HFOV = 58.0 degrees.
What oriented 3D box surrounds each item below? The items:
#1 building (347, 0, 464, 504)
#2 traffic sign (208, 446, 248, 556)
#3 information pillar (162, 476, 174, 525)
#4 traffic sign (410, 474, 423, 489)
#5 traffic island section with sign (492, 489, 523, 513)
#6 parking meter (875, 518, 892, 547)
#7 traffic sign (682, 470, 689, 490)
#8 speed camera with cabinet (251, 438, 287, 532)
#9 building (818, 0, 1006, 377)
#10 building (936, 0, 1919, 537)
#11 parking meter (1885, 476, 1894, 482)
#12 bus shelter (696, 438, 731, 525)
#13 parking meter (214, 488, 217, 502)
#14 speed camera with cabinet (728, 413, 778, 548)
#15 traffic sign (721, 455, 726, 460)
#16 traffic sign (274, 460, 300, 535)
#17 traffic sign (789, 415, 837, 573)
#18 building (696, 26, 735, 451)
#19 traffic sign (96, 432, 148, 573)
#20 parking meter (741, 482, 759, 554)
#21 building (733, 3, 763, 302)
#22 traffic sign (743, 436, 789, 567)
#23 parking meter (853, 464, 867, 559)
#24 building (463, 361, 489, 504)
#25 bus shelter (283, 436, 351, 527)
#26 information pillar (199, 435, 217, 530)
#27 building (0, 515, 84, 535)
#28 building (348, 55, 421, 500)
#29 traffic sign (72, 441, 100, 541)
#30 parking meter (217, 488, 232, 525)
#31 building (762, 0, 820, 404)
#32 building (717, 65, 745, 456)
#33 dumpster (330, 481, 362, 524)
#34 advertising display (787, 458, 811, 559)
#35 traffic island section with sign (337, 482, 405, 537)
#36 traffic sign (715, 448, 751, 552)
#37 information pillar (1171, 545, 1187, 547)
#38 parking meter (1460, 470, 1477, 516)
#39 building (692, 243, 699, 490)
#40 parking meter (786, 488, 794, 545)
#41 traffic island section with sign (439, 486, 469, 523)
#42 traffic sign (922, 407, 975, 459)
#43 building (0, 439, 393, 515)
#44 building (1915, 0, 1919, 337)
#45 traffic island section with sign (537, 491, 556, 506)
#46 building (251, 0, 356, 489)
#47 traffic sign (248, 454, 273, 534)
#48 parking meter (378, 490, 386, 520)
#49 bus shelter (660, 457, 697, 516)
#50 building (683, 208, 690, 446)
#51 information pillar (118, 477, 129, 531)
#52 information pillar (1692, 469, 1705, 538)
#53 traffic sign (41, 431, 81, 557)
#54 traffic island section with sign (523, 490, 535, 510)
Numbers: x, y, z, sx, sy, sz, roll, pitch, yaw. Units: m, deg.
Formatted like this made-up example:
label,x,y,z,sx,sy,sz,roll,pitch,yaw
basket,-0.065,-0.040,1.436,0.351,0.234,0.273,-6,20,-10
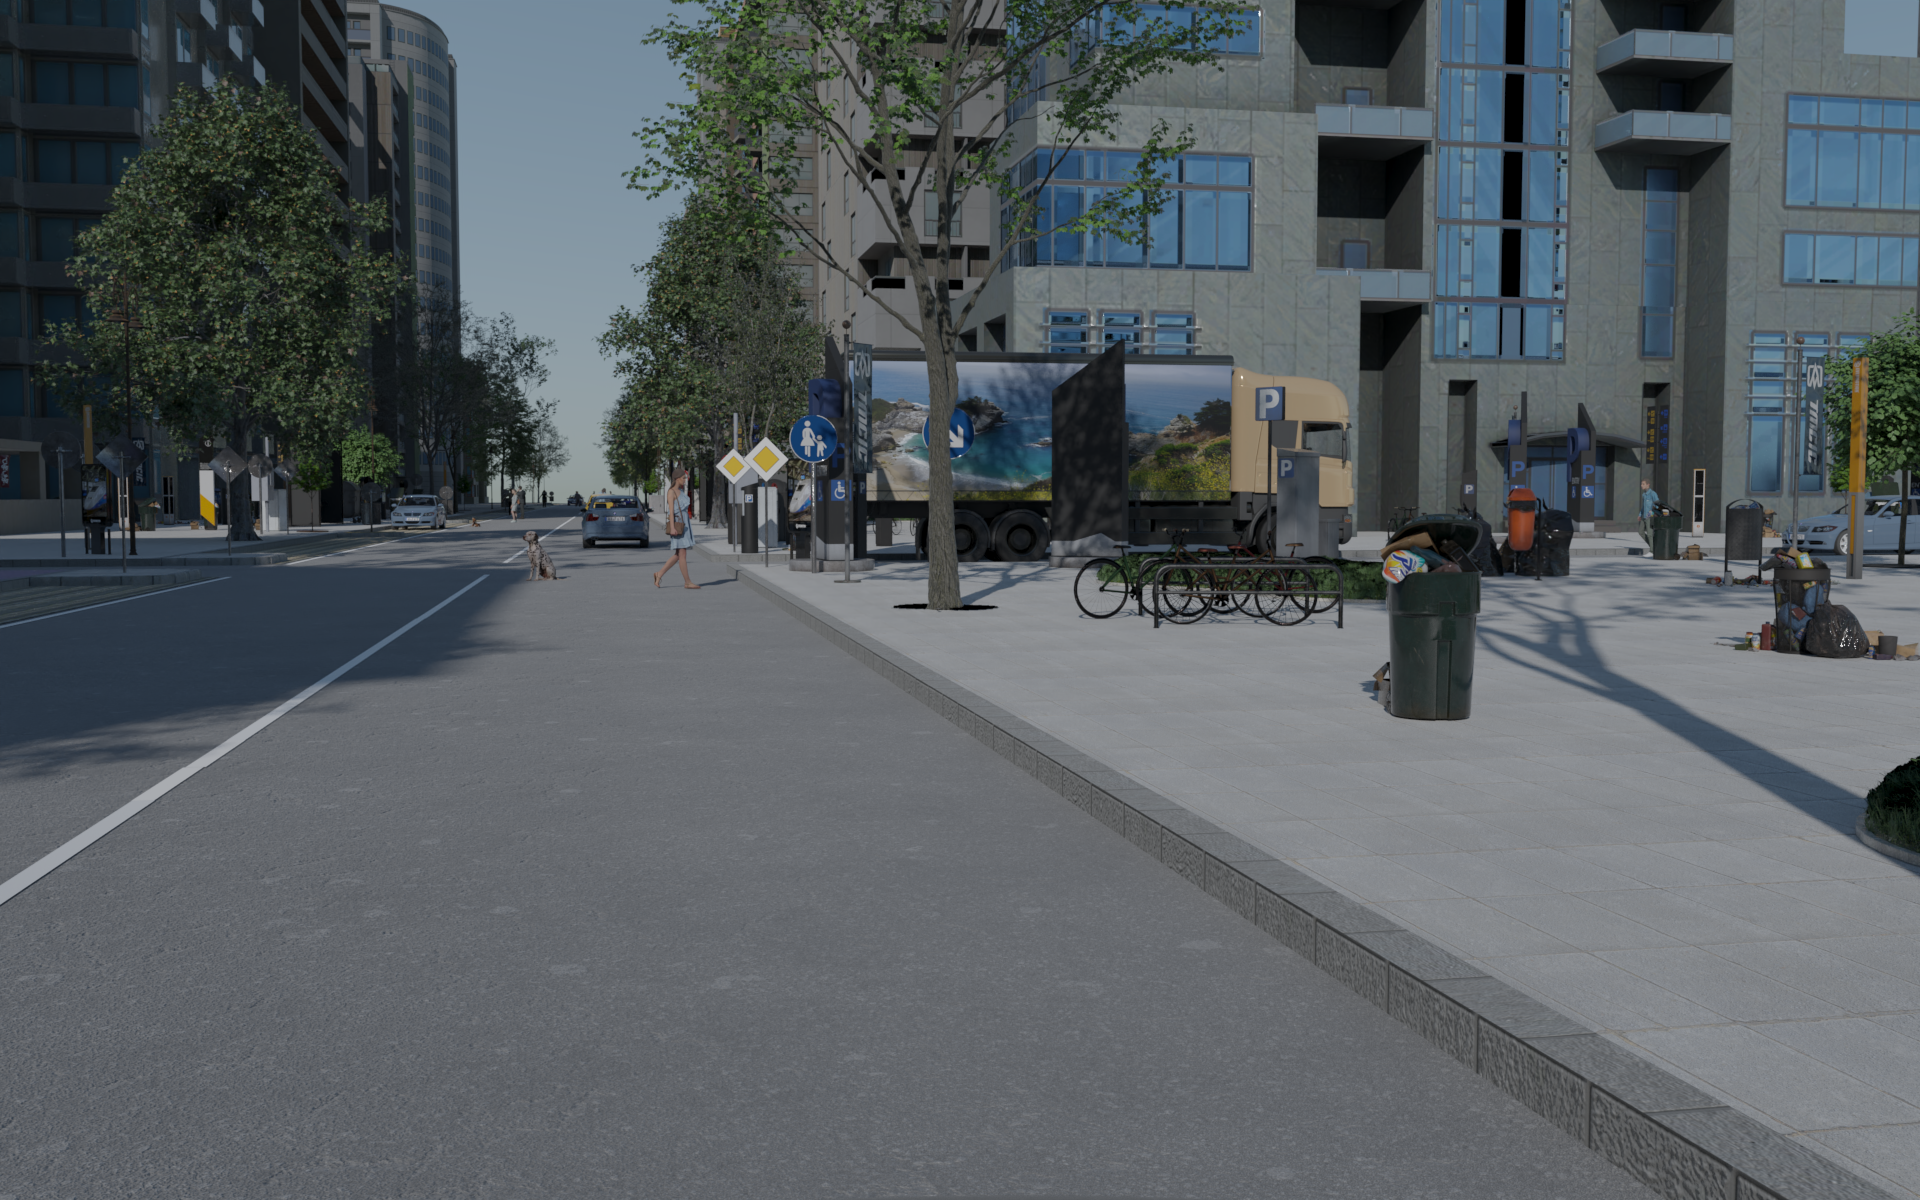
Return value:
label,x,y,z,sx,sy,sz,roll,pitch,yaw
building,-72.171,-40.750,208.269,21.231,58.520,28.212,-1,4,-11
traffic sign,-15.209,-1.980,36.019,0.795,2.450,0.064,-1,4,-11
information pillar,-32.655,-4.095,71.440,0.304,2.012,0.304,1,4,11
traffic sign,-34.014,-6.626,108.444,0.768,2.556,0.104,0,4,-5
traffic island section with sign,-34.951,-7.629,133.366,1.989,1.847,2.006,-1,4,-11
parking meter,-1.875,-2.244,42.408,0.399,1.863,0.255,-2,4,-33
traffic sign,-14.365,-5.467,89.490,0.768,2.556,0.104,-1,4,-8
speed camera with cabinet,-23.721,-3.982,59.448,0.660,3.252,2.038,0,4,-4
building,6.767,-31.179,99.010,28.713,52.752,27.495,-1,4,-11
building,14.502,-45.755,60.774,31.000,86.520,22.319,-1,4,-11
parking meter,29.071,-2.973,54.325,0.399,1.863,0.255,-3,5,-39
bus shelter,-10.754,-5.159,75.625,1.731,3.624,6.357,-1,4,-11
parking meter,-31.931,-4.037,74.415,0.372,1.533,0.369,0,3,0
speed camera with cabinet,-5.007,-2.904,41.816,0.660,3.252,2.038,-2,4,-26
traffic sign,-7.208,-3.342,54.753,0.768,2.556,0.104,0,4,-7
traffic sign,-21.301,-3.281,54.836,0.795,2.450,0.064,-1,4,-10
traffic sign,-2.359,-1.702,27.933,0.768,2.556,0.104,0,4,-3
building,-23.714,-41.915,227.310,21.231,58.520,28.212,-1,4,-11
traffic sign,-13.624,-1.501,28.192,0.795,2.450,0.064,-1,4,-11
parking meter,-4.543,-1.773,37.403,0.372,1.533,0.369,0,3,0
building,-8.489,-30.494,153.207,22.147,44.769,28.867,-1,4,-11
traffic sign,-3.383,-1.627,30.237,0.795,2.450,0.064,-1,4,-11
parking meter,-1.870,-1.558,31.191,0.255,1.863,0.399,2,4,27
building,-80.031,-24.000,237.439,27.650,21.520,28.899,-1,4,-11
bus shelter,-26.078,-4.842,70.451,1.731,3.624,6.357,-1,4,-12
information pillar,-26.577,-4.270,61.164,0.504,3.616,0.183,0,4,-1
building,-46.470,-22.135,53.784,32.217,40.220,23.993,-1,4,-11
building,-57.341,-28.976,157.356,14.154,41.232,14.086,-1,4,-11
traffic sign,-20.858,-2.518,41.280,0.768,2.556,0.104,0,4,-6
parking meter,-30.542,-3.896,72.117,0.372,1.533,0.369,0,3,0
building,-7.996,-27.360,130.925,14.154,41.232,14.086,-1,4,-11
building,-16.819,-32.008,173.438,14.600,45.320,14.200,-1,4,-11
dumpster,-27.027,-4.298,76.027,1.264,1.857,1.865,-1,4,-12
advertising display,-2.809,-1.573,30.938,0.123,1.923,0.974,-2,4,-34
traffic island section with sign,-19.660,-3.011,57.865,1.989,1.847,2.006,-1,4,-11
traffic sign,-4.968,-2.105,38.064,0.795,2.450,0.064,-1,4,-11
information pillar,5.268,-3.104,42.109,0.504,3.616,0.183,2,4,30
parking meter,12.219,-2.198,41.652,0.399,1.863,0.255,1,4,16
building,-31.785,-34.527,248.117,14.154,41.232,14.086,-1,4,-11
parking meter,-4.206,-2.155,43.639,0.372,1.533,0.369,0,3,0
traffic island section with sign,-25.153,-4.668,84.944,1.989,1.847,2.006,-1,4,-11
traffic sign,-0.166,-1.538,25.255,0.768,2.556,0.104,0,4,-3
building,-62.652,-27.217,136.879,32.217,40.220,23.993,-1,4,-11
building,45.603,-23.172,62.449,14.086,41.232,14.154,-1,4,-11
traffic island section with sign,-51.467,-12.616,214.906,1.989,1.847,2.006,-1,4,-11
building,-53.280,-30.067,115.302,21.300,48.544,21.600,-1,4,-11
traffic sign,-22.196,-3.355,54.961,0.768,2.556,0.104,0,4,-7
parking meter,-29.026,-4.805,86.966,0.372,1.533,0.369,0,3,0
bus shelter,-15.882,-6.359,97.889,2.014,3.302,5.546,-1,4,-11
building,-34.665,-37.484,262.967,14.600,45.320,14.200,-1,4,-11
information pillar,-29.041,-3.402,60.120,0.304,2.012,0.304,-2,4,-27
information pillar,21.758,-2.847,51.034,0.304,2.012,0.304,1,4,18
traffic sign,-18.201,-2.140,35.092,0.768,2.556,0.104,-1,4,-9
traffic island section with sign,-40.305,-9.247,159.809,1.989,1.847,2.006,-1,4,-11
